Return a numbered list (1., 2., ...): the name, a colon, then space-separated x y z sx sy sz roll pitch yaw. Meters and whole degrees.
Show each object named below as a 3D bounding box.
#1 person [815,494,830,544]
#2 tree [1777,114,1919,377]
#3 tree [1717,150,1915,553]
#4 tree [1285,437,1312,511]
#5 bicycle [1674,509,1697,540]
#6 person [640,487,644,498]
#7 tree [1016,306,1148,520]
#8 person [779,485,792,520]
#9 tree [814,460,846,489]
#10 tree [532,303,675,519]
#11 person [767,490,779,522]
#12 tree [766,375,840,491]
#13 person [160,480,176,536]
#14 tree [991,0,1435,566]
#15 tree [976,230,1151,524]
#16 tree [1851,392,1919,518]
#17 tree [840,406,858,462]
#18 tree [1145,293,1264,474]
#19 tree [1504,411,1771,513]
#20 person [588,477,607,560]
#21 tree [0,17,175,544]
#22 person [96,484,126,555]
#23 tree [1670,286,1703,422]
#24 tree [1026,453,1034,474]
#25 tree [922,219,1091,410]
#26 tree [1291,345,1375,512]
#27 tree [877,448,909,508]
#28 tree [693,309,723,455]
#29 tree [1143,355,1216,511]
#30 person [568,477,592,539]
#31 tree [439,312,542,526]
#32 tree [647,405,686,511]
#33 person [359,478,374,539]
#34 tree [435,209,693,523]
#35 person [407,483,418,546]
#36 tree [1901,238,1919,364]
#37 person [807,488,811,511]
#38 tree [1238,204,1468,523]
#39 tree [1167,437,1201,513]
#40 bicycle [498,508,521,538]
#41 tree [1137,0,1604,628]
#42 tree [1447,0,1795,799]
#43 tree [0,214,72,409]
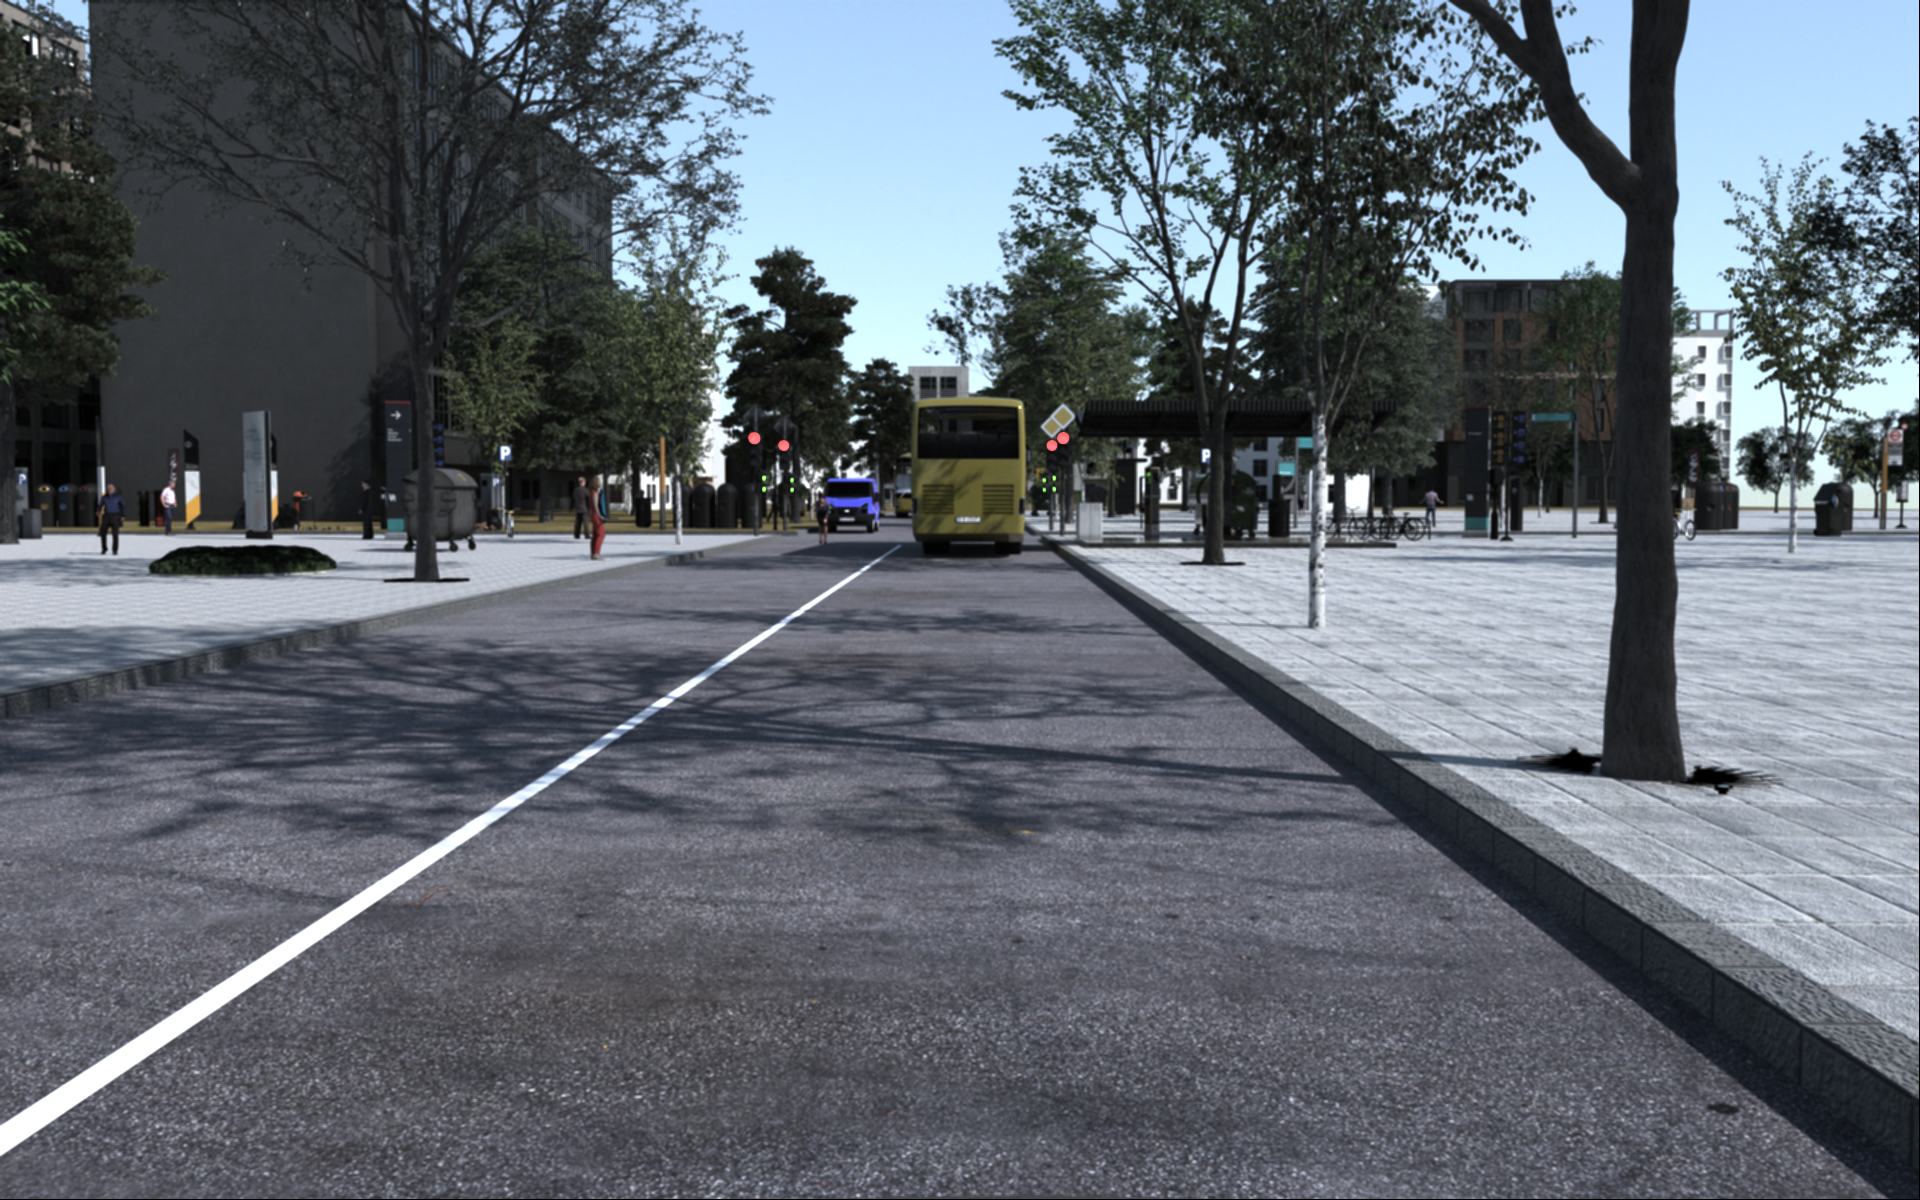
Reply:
1. person: -3.941 -2.326 49.767 0.421 1.427 0.697 0 4 -1
2. tree: 18.285 -5.793 29.131 8.767 10.594 7.601 2 4 30
3. tree: 18.176 -5.316 37.273 4.737 8.622 4.395 0 3 0
4. tree: 26.614 -11.167 132.938 4.737 8.622 4.395 0 3 0
5. bicycle: 20.199 -2.157 48.489 0.635 0.972 1.543 0 4 -6
6. person: -20.121 -6.279 109.161 0.683 1.767 0.568 2 4 24
7. tree: 4.911 -7.166 67.528 4.737 8.622 4.395 0 3 0
8. person: -8.703 -4.924 87.111 0.990 1.755 0.434 2 4 27
9. tree: -7.067 -6.243 96.668 1.663 3.219 1.824 0 3 0
10. tree: -18.247 -10.001 89.266 9.928 11.665 9.643 0 3 0
11. person: -8.405 -4.264 78.458 0.574 1.496 0.600 -2 4 -26
12. tree: -10.047 -9.520 106.022 4.360 8.622 3.978 0 3 0
13. person: -24.495 -2.862 53.773 0.436 1.711 0.756 1 4 14
14. tree: 4.497 -6.428 30.855 9.928 11.665 9.643 0 3 0
15. tree: 4.572 -9.590 74.925 7.486 12.596 7.792 0 3 0
16. tree: 53.847 -7.633 87.706 20.602 7.101 11.467 3 5 40
17. tree: -9.260 -10.642 124.356 4.360 8.622 3.978 0 3 0
18. tree: 15.450 -12.331 109.030 7.806 13.903 7.818 0 3 0
19. tree: 48.546 -9.574 119.436 20.602 7.101 11.467 -1 4 -19
20. person: -7.071 -1.598 33.878 0.444 1.614 0.593 0 4 7
21. tree: -24.320 -8.342 43.809 7.806 13.903 7.818 0 3 0
22. person: -18.004 -1.701 36.556 0.574 1.496 0.600 1 4 12
23. tree: 28.301 -9.169 75.666 9.928 11.665 9.643 0 3 0
24. tree: 4.686 -15.594 189.373 7.601 10.594 8.767 1 4 9
25. tree: 3.448 -16.299 122.379 12.611 20.169 13.585 0 3 0
26. tree: 26.701 -12.490 122.333 7.486 12.596 7.792 0 3 0
27. tree: -6.614 -13.040 163.573 4.737 8.622 4.395 0 3 0
28. tree: -18.854 -11.892 101.085 9.857 13.997 8.962 0 3 0
29. tree: 16.660 -12.615 128.315 6.751 12.117 7.091 0 3 0
30. person: -10.815 -2.634 49.660 0.990 1.755 0.434 2 4 31
31. tree: -18.297 -7.209 68.235 4.737 8.622 4.395 0 3 0
32. tree: -22.184 -11.173 133.049 4.360 8.622 3.978 0 3 0
33. person: -16.977 -2.601 49.366 0.445 1.727 0.742 -2 4 -34
34. tree: -18.520 -10.448 77.474 9.857 13.997 8.962 0 3 0
35. person: -13.330 -2.195 42.632 0.576 1.737 0.504 2 4 25
36. tree: 24.271 -5.558 41.236 4.360 8.622 3.978 0 3 0
37. person: -11.470 -7.683 132.215 0.434 1.755 0.990 -2 4 -28
38. tree: 16.864 -10.366 76.134 9.857 13.997 8.962 0 3 0
39. tree: 15.913 -10.311 118.952 4.737 8.622 4.395 0 3 0
40. bicycle: -13.189 -2.297 50.775 0.635 0.972 1.543 -1 4 -19
41. tree: 3.656 -4.033 16.305 4.360 8.622 3.978 0 3 0
42. tree: 2.973 -5.937 7.433 12.009 13.543 11.850 0 3 0
43. tree: -9.829 -1.941 15.444 4.285 4.588 4.351 0 3 0
